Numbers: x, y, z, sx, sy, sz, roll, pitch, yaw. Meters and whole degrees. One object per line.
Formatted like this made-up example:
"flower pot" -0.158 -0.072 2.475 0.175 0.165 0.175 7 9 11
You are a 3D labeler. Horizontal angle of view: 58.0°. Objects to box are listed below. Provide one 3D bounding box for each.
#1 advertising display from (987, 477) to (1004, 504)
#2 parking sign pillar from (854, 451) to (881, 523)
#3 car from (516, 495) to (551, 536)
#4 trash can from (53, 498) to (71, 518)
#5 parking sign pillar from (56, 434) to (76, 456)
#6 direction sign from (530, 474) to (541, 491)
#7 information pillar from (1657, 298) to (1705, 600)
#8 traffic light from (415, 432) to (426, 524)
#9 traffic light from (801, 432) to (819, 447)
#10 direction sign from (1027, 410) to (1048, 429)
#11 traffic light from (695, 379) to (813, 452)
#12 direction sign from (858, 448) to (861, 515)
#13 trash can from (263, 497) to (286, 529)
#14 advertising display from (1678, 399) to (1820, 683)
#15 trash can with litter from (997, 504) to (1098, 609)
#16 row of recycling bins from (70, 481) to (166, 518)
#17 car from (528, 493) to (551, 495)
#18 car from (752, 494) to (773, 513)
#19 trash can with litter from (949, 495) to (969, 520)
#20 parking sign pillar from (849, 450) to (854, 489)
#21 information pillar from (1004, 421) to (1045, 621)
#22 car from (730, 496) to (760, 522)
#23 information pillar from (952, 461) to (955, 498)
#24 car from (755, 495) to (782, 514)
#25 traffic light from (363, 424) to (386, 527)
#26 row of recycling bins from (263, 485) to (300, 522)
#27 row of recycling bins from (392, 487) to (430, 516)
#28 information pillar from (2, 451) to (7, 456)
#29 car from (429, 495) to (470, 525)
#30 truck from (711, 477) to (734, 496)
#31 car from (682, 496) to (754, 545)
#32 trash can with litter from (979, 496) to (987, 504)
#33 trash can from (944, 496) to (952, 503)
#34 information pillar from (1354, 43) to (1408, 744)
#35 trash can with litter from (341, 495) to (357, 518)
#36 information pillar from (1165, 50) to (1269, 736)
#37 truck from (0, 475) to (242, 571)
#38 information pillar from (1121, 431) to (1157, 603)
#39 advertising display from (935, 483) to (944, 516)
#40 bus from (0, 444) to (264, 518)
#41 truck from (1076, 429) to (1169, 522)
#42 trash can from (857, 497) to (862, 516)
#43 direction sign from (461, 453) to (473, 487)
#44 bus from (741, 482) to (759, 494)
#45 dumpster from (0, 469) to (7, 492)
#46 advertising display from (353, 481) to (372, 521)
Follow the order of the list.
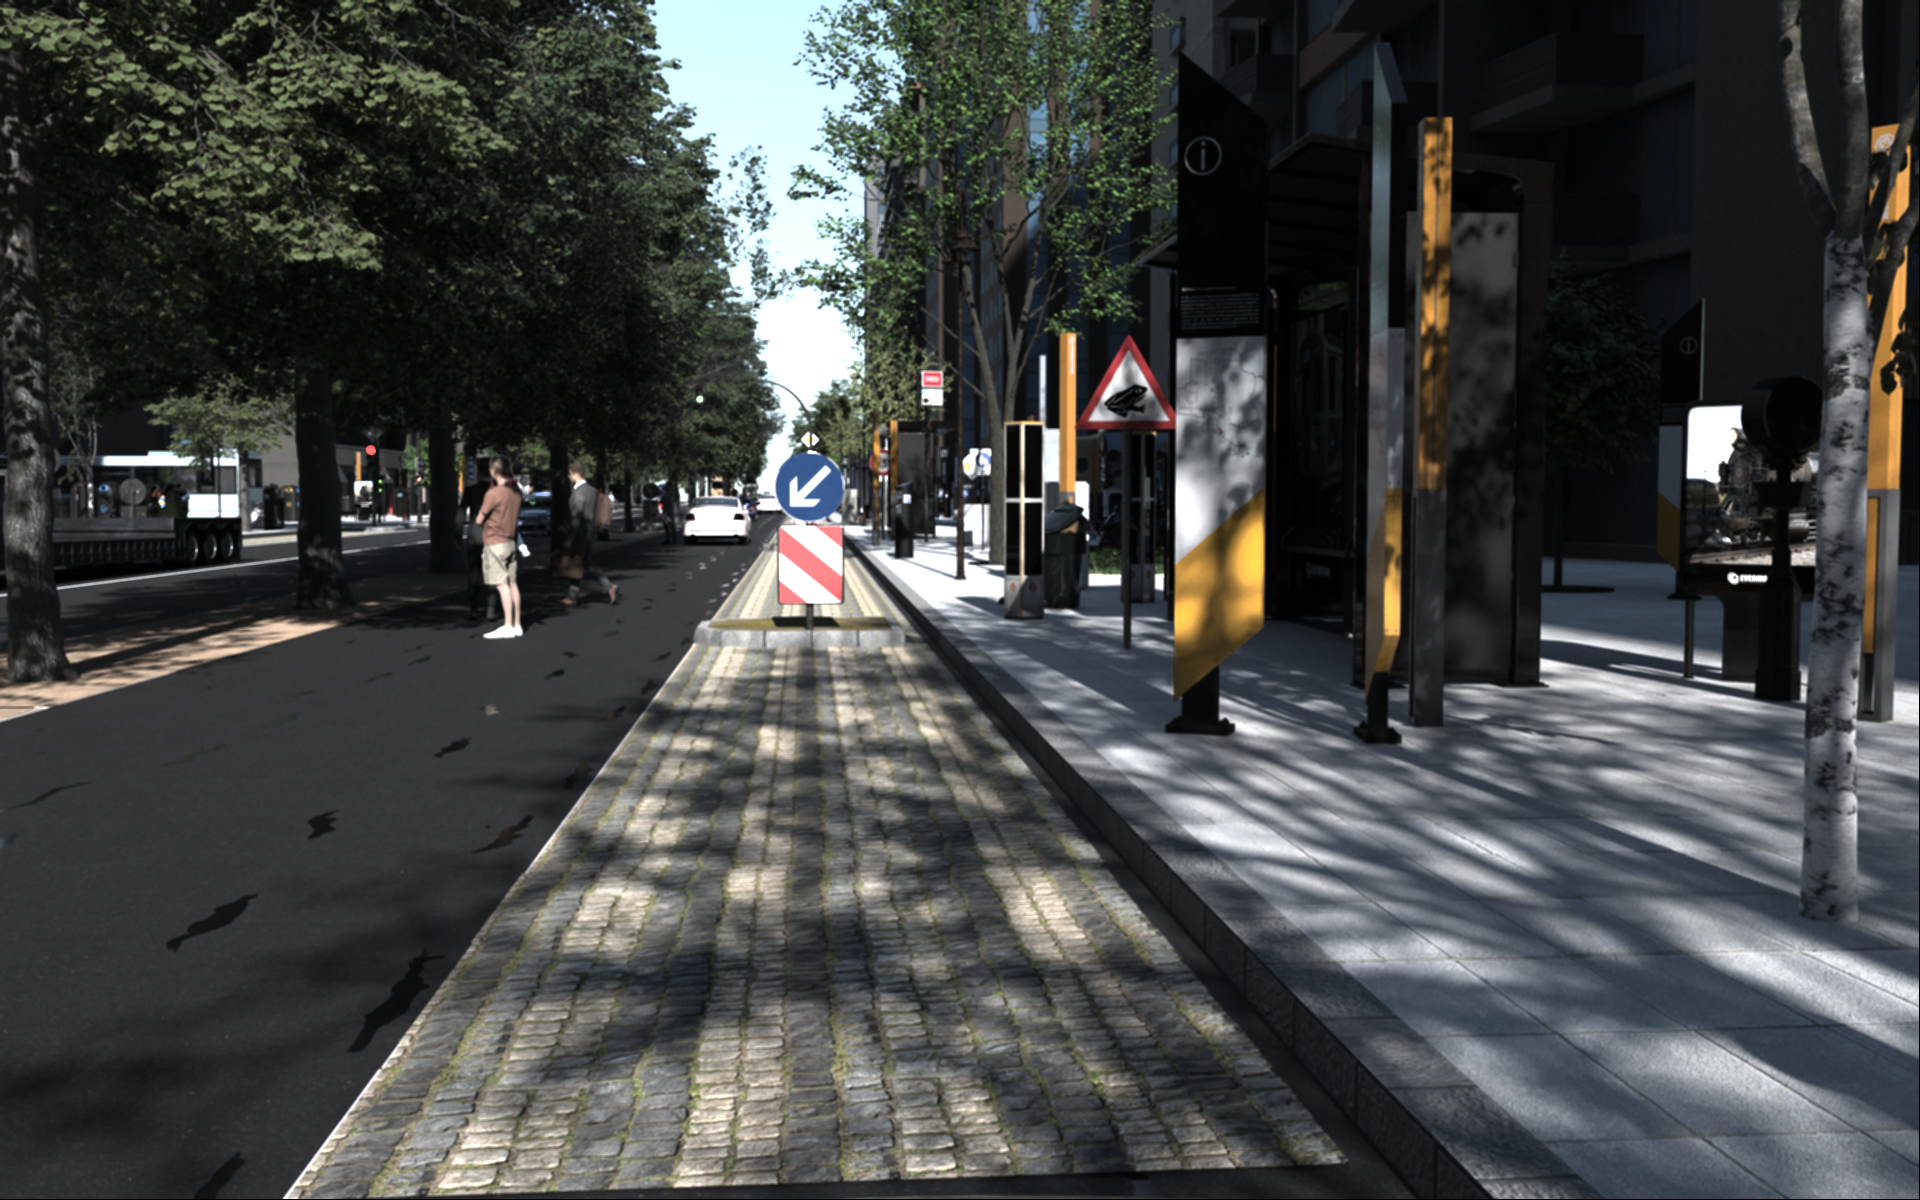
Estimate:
"advertising display" 1.536 -3.790 67.180 0.974 1.923 0.123 0 4 -3
"parking sign pillar" -3.779 -5.418 77.053 1.447 3.967 1.447 -1 4 -10
"car" -14.810 -2.953 60.291 2.014 1.417 4.499 0 4 -7
"trash can" -29.499 -2.758 56.744 0.748 1.137 0.748 0 3 0
"parking sign pillar" -39.698 -5.388 76.572 1.447 3.967 1.447 1 4 13
"direction sign" -33.337 -8.810 136.043 0.876 3.537 0.379 0 4 1
"information pillar" 8.740 -1.813 20.991 0.504 3.616 0.183 3 5 42
"traffic light" -21.423 -6.167 75.499 4.771 5.953 1.251 0 4 -5
"traffic light" -6.656 -5.375 76.797 0.839 4.253 0.868 0 4 -5
"direction sign" 2.099 -3.376 47.203 0.379 3.537 0.876 -3 4 -37
"traffic light" -8.019 -5.740 68.516 4.771 5.953 1.251 0 4 -5
"direction sign" -4.925 -5.707 85.304 0.379 3.537 0.876 0 4 4
"trash can" -24.937 -3.145 63.072 0.748 1.137 0.748 0 3 0
"advertising display" 5.387 -0.398 11.726 0.974 1.923 0.123 3 5 41
"trash can with litter" 0.972 -0.484 19.297 1.055 1.170 0.624 -3 5 -40
"row of recycling bins" -27.077 -2.987 55.948 3.534 1.692 1.069 1 4 11
"car" -20.138 -4.468 82.643 1.945 1.707 3.694 0 4 -4
"car" -15.130 -7.300 131.156 2.131 1.459 4.920 0 4 -4
"trash can with litter" 0.562 -4.648 87.054 2.233 1.210 1.678 0 4 -3
"parking sign pillar" -6.180 -7.253 107.064 1.447 3.967 1.447 -1 4 -18
"information pillar" 0.655 -0.806 17.669 0.304 2.012 0.304 -3 4 -36
"car" -11.412 -4.738 90.039 1.945 1.354 3.894 0 4 -5
"information pillar" -0.451 -8.074 123.371 0.183 3.616 0.504 1 4 14
"car" -13.794 -6.901 125.185 2.083 1.381 4.827 0 4 -5
"traffic light" -22.786 -4.795 67.325 0.839 4.253 0.868 0 4 -5
"row of recycling bins" -33.845 -4.692 83.834 3.534 1.692 1.069 1 4 10
"row of recycling bins" -33.217 -5.988 105.019 1.069 1.692 3.534 1 4 12
"information pillar" -50.385 -6.120 91.420 0.183 3.616 0.504 2 4 30
"car" -23.954 -4.282 82.367 2.083 1.381 4.827 0 4 -6
"truck" -27.562 -12.985 201.224 2.839 4.237 11.283 0 4 -6
"car" -6.973 -2.291 49.819 2.083 1.381 4.827 0 4 -6
"trash can with litter" 1.413 -4.391 83.173 1.055 1.170 0.624 0 4 6
"trash can" -0.941 -7.566 135.361 0.748 1.137 0.748 0 3 0
"information pillar" 2.182 -1.072 8.879 0.183 3.616 0.504 0 4 2
"trash can with litter" -33.146 -5.102 94.483 2.233 1.210 1.678 0 4 1
"information pillar" 1.371 -1.091 9.193 0.504 3.616 0.183 1 4 21
"truck" -15.489 -2.276 26.977 2.967 4.110 18.799 0 4 -5
"information pillar" 2.107 -0.976 20.450 0.304 2.012 0.304 3 4 36
"advertising display" -1.422 -5.993 103.201 0.974 1.923 0.123 -2 4 -30
"bus" -35.743 -4.653 70.940 13.247 3.499 2.948 0 4 -4
"truck" 8.330 -5.211 74.117 11.283 4.237 2.839 0 4 -5
"trash can" -5.137 -4.434 84.146 0.748 1.137 0.748 0 3 0
"direction sign" -27.041 -6.293 94.883 0.379 3.537 0.876 3 4 38
"bus" -35.919 -18.673 296.848 2.896 3.916 12.252 0 4 -5
"dumpster" -22.521 -2.156 41.003 1.264 1.857 1.865 0 4 -5
"advertising display" -28.523 -4.756 82.969 0.974 1.923 0.123 -2 4 -25
